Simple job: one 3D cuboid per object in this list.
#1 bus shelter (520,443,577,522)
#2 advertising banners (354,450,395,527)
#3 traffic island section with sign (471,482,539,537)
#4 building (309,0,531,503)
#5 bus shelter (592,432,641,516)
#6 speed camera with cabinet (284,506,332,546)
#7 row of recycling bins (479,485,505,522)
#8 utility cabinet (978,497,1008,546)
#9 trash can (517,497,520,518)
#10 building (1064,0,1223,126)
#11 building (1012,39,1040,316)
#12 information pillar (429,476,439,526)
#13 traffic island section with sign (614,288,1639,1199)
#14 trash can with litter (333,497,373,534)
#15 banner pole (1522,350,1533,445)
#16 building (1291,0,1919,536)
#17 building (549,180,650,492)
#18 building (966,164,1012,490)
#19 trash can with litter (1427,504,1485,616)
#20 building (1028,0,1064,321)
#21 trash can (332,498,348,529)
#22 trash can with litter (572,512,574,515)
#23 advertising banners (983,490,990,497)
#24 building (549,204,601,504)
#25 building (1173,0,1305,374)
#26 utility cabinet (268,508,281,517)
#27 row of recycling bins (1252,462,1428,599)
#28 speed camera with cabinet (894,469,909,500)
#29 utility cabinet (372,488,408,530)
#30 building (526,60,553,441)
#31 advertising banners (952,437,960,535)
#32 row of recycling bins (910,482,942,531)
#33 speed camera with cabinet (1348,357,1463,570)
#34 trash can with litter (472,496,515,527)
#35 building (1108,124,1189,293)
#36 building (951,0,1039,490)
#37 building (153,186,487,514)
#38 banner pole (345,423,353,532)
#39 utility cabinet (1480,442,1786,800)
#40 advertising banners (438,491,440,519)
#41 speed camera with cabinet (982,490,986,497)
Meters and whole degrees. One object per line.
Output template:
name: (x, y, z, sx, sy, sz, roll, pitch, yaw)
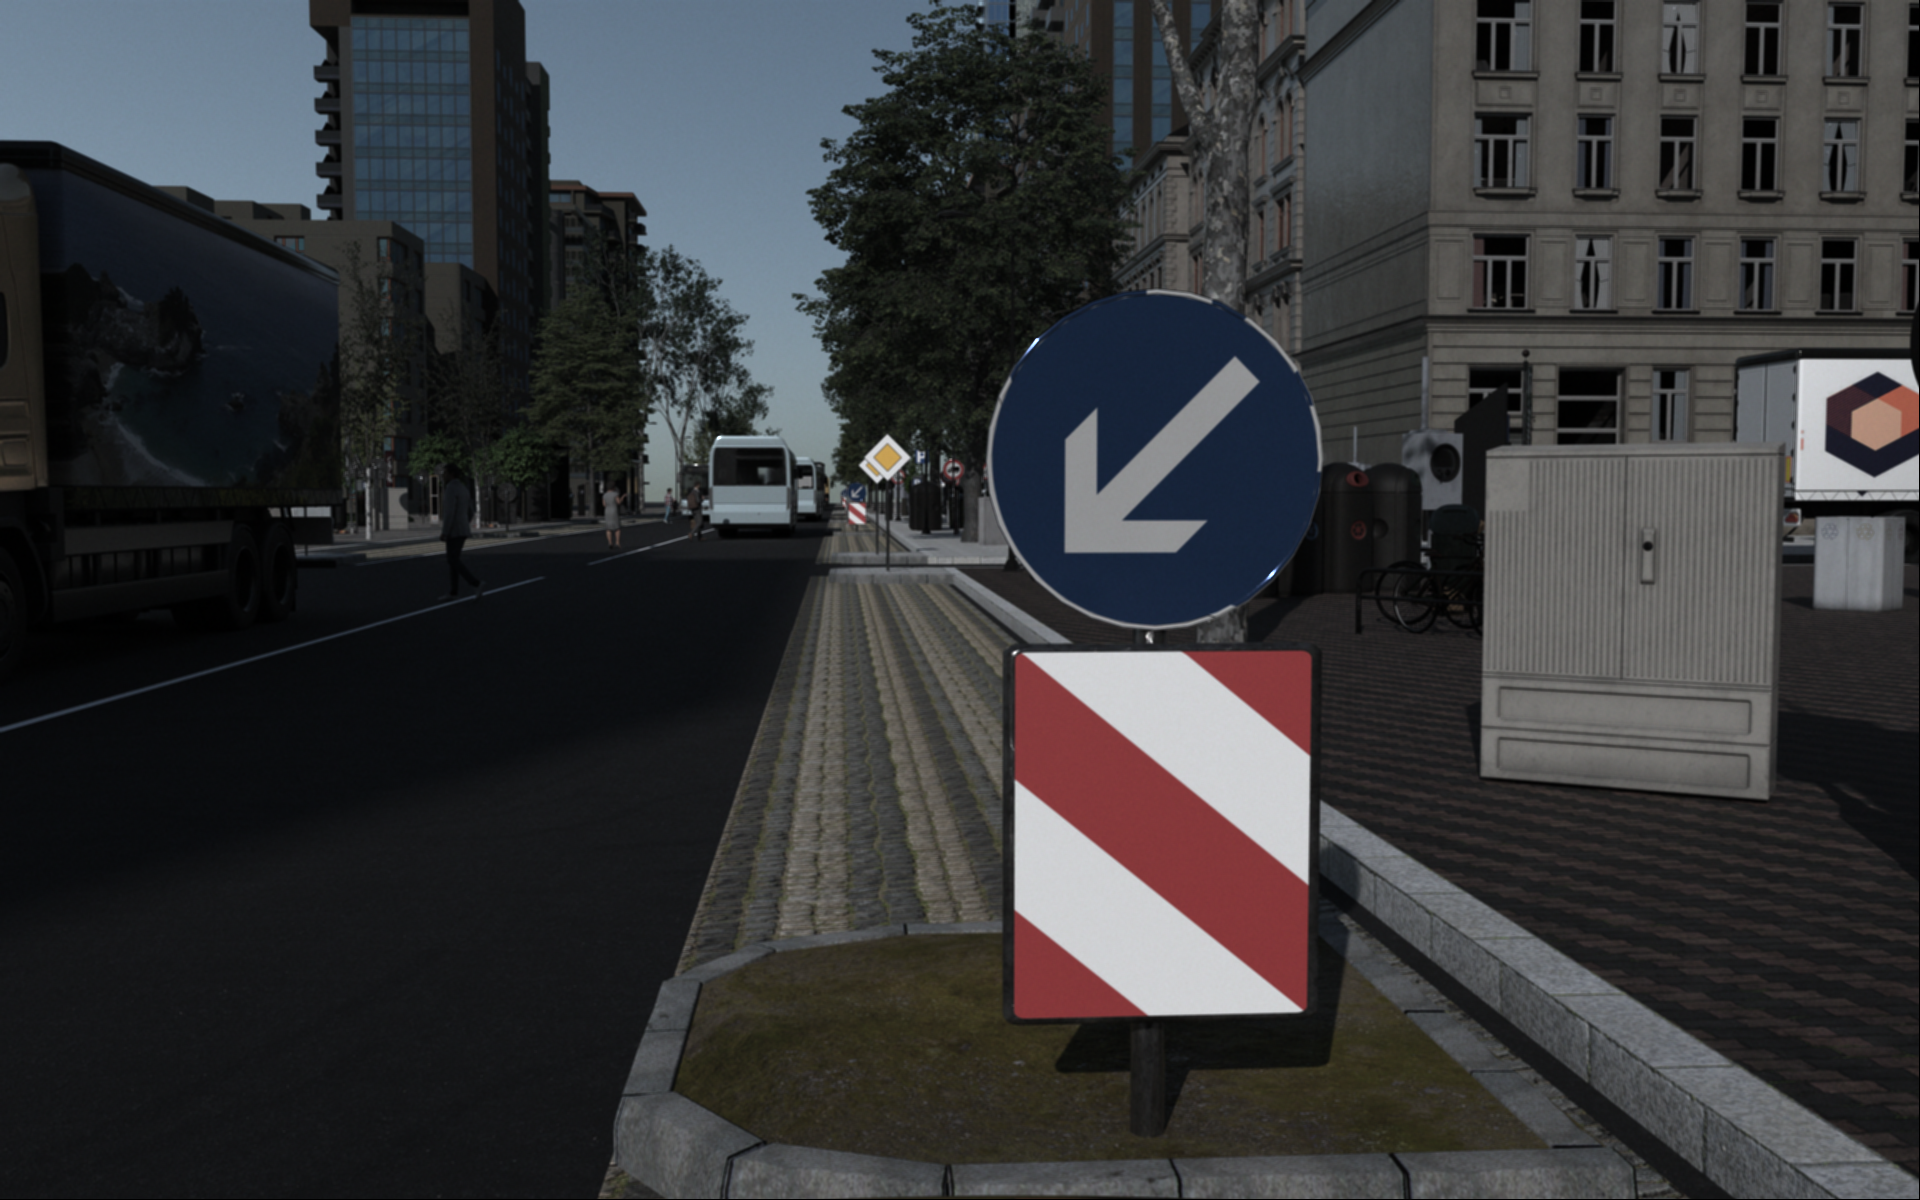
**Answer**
bus shelter: (-19.579, -5.583, 82.558, 1.731, 3.624, 6.357, 0, 4, -4)
advertising banners: (-23.252, -4.446, 68.872, 0.090, 3.025, 2.074, 2, 4, 31)
traffic island section with sign: (-15.149, -3.008, 57.802, 1.989, 1.847, 2.006, 0, 4, -4)
building: (-44.282, -30.242, 144.560, 14.600, 45.320, 14.200, 0, 4, -4)
bus shelter: (-20.827, -7.763, 104.548, 2.179, 5.291, 8.768, 0, 4, -4)
speed camera with cabinet: (-16.516, -2.942, 42.436, 2.038, 3.252, 0.660, -3, 5, -43)
row of recycling bins: (-22.143, -4.552, 81.535, 1.069, 1.692, 3.534, -1, 4, -23)
utility cabinet: (0.941, -1.972, 43.397, 1.020, 1.237, 0.306, -3, 4, -36)
trash can: (-23.478, -4.984, 93.138, 0.748, 1.137, 0.748, 0, 3, 0)
building: (15.097, -28.932, 123.148, 14.600, 45.320, 14.200, 0, 4, -4)
building: (12.625, -31.656, 167.694, 14.600, 45.320, 14.200, 0, 4, -4)
information pillar: (-20.881, -3.932, 68.776, 0.304, 2.012, 0.304, -2, 4, -25)
traffic island section with sign: (0.225, 0.274, 4.145, 1.989, 1.847, 2.006, 0, 4, -4)
trash can with litter: (-20.189, -2.787, 56.624, 1.678, 1.210, 2.233, -2, 4, -25)
banner pole: (9.773, -2.439, 29.889, 0.401, 3.779, 0.863, 0, 4, 8)
building: (27.850, -13.888, 60.360, 30.059, 22.955, 16.112, 0, 4, -4)
building: (-55.922, -36.047, 243.986, 22.147, 44.769, 28.867, 0, 4, -4)
building: (12.196, -34.971, 226.395, 22.147, 44.769, 28.867, 0, 4, -4)
trash can with litter: (5.342, -0.440, 18.584, 0.624, 1.170, 1.055, 1, 4, 18)
building: (17.611, -32.168, 145.550, 23.786, 49.044, 30.456, 0, 4, -4)
trash can: (-22.679, -3.149, 63.143, 0.748, 1.137, 0.748, 0, 3, 0)
trash can with litter: (-23.353, -5.562, 102.332, 1.055, 1.170, 0.624, 0, 4, 4)
advertising banners: (1.555, -3.776, 57.918, 2.074, 3.025, 0.090, 3, 5, 44)
building: (-58.842, -32.141, 217.391, 32.217, 40.220, 23.993, 0, 4, -4)
building: (19.013, -17.999, 81.681, 14.401, 28.519, 23.554, 0, 4, -4)
utility cabinet: (-17.616, -2.159, 43.975, 1.173, 1.500, 0.318, -2, 4, -30)
row of recycling bins: (4.580, -0.934, 22.385, 3.534, 1.692, 1.069, -2, 4, -35)
speed camera with cabinet: (-2.610, -6.074, 93.639, 2.038, 3.252, 0.660, 3, 4, 37)
utility cabinet: (-20.234, -3.229, 61.479, 1.173, 1.500, 0.318, -2, 4, -30)
building: (-45.616, -29.061, 158.743, 14.154, 41.232, 14.086, 0, 4, -4)
advertising banners: (-0.141, -3.558, 54.368, 0.090, 3.025, 2.074, 0, 4, 5)
row of recycling bins: (-1.288, -3.364, 62.109, 1.069, 1.692, 3.534, 0, 4, -6)
speed camera with cabinet: (6.163, -1.850, 24.583, 2.038, 3.252, 0.660, -2, 4, -25)
trash can with litter: (-18.393, -3.445, 67.386, 1.678, 1.210, 2.233, -2, 4, -31)
building: (15.300, -16.787, 103.339, 11.050, 23.489, 19.941, 0, 4, -4)
building: (10.290, -57.631, 254.939, 22.319, 86.520, 31.000, 0, 4, -4)
building: (-50.667, -17.015, 123.231, 27.650, 21.520, 28.899, 0, 4, -4)
banner pole: (-20.945, -4.240, 59.343, 0.401, 3.779, 0.863, -2, 4, -34)
utility cabinet: (2.892, 0.072, 7.500, 1.173, 1.500, 0.318, 2, 4, 30)
advertising banners: (-27.267, -5.771, 90.539, 0.090, 3.025, 2.074, -1, 4, -18)
speed camera with cabinet: (1.319, -4.441, 66.951, 2.038, 3.252, 0.660, 3, 4, 37)
